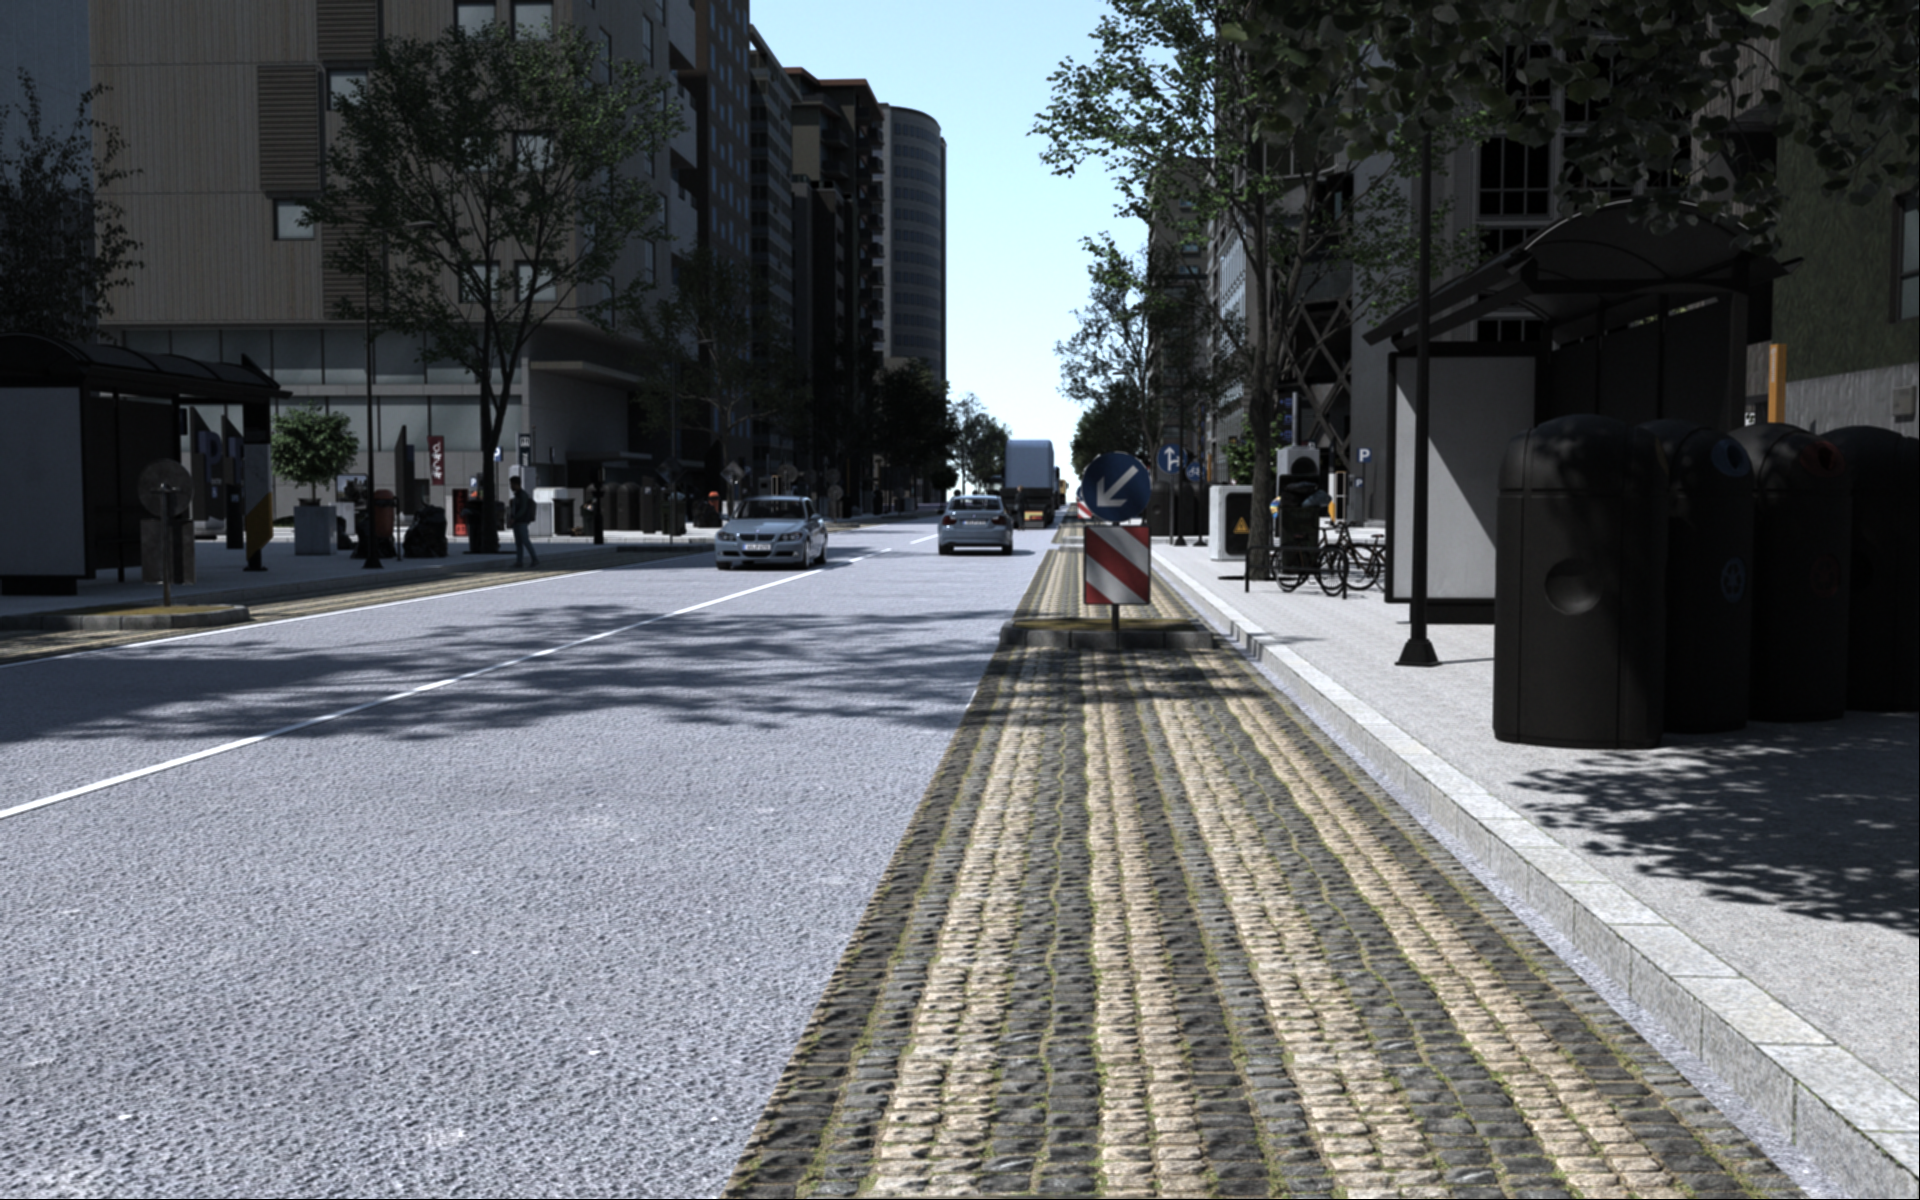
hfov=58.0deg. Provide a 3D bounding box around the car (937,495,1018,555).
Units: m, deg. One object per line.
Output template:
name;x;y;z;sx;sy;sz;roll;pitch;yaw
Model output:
car;0.410;-1.837;42.033;2.014;1.417;4.499;0;4;2

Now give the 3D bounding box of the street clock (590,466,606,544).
street clock;-9.220;-2.421;44.151;0.358;2.002;0.471;1;4;15

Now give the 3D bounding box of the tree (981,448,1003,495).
tree;3.881;-18.283;249.295;4.737;8.622;4.395;0;3;0

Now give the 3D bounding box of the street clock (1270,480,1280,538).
street clock;9.387;-2.839;50.991;0.471;2.002;0.358;2;4;27

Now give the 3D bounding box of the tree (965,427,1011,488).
tree;5.490;-22.471;284.409;9.611;12.733;9.660;0;3;0

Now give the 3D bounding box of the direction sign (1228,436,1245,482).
direction sign;10.851;-4.620;67.526;0.876;3.537;0.379;3;4;39

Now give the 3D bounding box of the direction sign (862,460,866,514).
direction sign;-6.362;-7.484;114.368;0.379;3.537;0.876;-1;4;-17

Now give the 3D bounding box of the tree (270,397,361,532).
tree;-21.970;-4.586;58.701;4.285;4.588;4.351;0;3;0

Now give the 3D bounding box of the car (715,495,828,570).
car;-3.675;-1.365;34.325;2.014;1.417;4.499;0;4;3

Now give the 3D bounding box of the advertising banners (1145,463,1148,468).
advertising banners;10.869;-6.149;96.715;2.074;3.025;0.090;-3;5;-39

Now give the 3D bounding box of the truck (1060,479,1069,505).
truck;12.573;-14.160;227.442;3.469;3.379;9.791;0;4;3

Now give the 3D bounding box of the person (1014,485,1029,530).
person;2.450;-3.631;68.291;0.534;1.772;0.576;2;4;30

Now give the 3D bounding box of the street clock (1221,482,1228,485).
street clock;15.595;-5.972;102.216;0.358;2.002;0.471;-3;5;-40

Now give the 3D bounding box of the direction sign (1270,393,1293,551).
direction sign;7.028;-2.872;38.947;0.876;3.537;0.379;0;4;7

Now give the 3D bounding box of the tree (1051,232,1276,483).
tree;7.014;-7.744;61.027;8.767;10.594;7.601;1;4;17

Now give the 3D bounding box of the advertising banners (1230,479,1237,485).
advertising banners;14.172;-5.483;85.831;2.074;3.025;0.090;3;5;44

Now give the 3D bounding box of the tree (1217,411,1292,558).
tree;5.953;-2.485;35.233;1.663;3.219;1.824;0;3;0

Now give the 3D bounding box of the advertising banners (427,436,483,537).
advertising banners;-14.957;-3.409;51.921;2.074;3.025;0.090;0;4;6

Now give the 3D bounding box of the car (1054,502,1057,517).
car;5.079;-5.861;108.401;1.945;1.354;3.894;0;4;3

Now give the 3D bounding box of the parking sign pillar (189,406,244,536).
parking sign pillar;-23.419;-4.002;53.901;1.447;3.967;1.447;0;4;2

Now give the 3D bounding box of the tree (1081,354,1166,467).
tree;8.746;-8.554;90.228;4.360;8.622;3.978;0;3;0

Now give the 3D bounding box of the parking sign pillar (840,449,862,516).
parking sign pillar;-6.515;-6.950;102.102;1.447;3.967;1.447;3;5;43

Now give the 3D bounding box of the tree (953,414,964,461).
tree;-3.304;-12.186;133.658;8.767;10.594;7.601;2;4;29

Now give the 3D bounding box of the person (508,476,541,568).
person;-8.477;-1.503;33.414;0.721;1.781;0.623;-3;5;-40

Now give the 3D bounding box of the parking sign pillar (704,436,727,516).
parking sign pillar;-11.400;-5.653;80.899;1.447;3.967;1.447;-3;5;-42

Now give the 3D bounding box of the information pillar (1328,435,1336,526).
information pillar;14.928;-4.776;69.440;0.183;3.616;0.504;-1;4;-13

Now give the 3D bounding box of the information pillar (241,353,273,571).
information pillar;-11.675;-2.288;28.760;0.504;3.616;0.183;1;4;16

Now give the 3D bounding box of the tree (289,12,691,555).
tree;-9.958;-6.802;36.973;9.928;11.665;9.643;0;3;0

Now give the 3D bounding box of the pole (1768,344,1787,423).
pole;11.134;-1.824;23.661;0.158;3.312;0.155;0;3;0

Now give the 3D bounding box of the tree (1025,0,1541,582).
tree;4.516;-6.091;25.351;9.928;11.665;9.643;0;3;0

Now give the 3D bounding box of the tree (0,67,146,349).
tree;-15.678;-4.823;29.223;4.360;8.622;3.978;0;3;0

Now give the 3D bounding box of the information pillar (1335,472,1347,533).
information pillar;12.507;-3.199;56.802;0.304;2.012;0.304;2;4;28

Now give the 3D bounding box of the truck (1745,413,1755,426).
truck;21.235;-3.463;45.528;11.283;4.237;2.839;0;4;6

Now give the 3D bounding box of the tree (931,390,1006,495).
tree;0.567;-17.858;202.348;12.009;13.543;11.850;0;3;0

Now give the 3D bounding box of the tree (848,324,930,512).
tree;-6.609;-9.694;92.910;8.767;10.594;7.601;-1;4;-9

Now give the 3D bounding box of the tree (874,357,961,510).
tree;-3.700;-13.754;143.001;7.486;12.596;7.792;0;3;0

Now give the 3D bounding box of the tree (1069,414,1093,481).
tree;18.380;-19.648;239.364;7.486;12.596;7.792;0;3;0

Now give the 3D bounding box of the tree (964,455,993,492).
tree;2.439;-17.448;235.641;4.360;8.622;3.978;0;3;0

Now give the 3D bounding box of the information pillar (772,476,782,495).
information pillar;-7.380;-4.005;69.971;0.304;2.012;0.304;3;5;41

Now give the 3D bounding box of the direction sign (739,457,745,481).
direction sign;-13.361;-6.988;106.252;0.379;3.537;0.876;1;4;17

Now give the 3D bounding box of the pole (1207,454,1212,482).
pole;12.759;-5.797;88.619;0.158;3.312;0.155;0;3;0

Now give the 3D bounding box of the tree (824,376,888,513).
tree;-6.292;-9.591;107.179;4.360;8.622;3.978;0;3;0

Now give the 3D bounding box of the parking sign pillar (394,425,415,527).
parking sign pillar;-21.963;-4.894;68.484;1.447;3.967;1.447;-2;4;-32

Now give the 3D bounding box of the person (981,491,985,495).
person;2.659;-11.097;190.392;0.568;1.767;0.683;2;4;31

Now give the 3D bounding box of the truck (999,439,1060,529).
truck;2.941;-5.491;79.538;2.967;4.110;18.799;0;4;4

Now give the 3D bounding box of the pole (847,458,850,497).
pole;-6.353;-6.401;98.503;0.158;3.312;0.155;0;3;0

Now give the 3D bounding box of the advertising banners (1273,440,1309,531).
advertising banners;10.418;-3.666;56.123;2.074;3.025;0.090;-2;4;-24

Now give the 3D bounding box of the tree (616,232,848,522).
tree;-8.562;-7.820;62.268;7.601;10.594;8.767;0;4;5

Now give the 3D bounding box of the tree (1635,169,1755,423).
tree;16.414;-5.317;37.289;4.737;8.622;4.395;0;3;0

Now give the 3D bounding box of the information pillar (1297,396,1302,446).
information pillar;7.997;-3.065;41.470;0.183;3.616;0.504;-2;4;-24

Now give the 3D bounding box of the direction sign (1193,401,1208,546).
direction sign;5.921;-3.093;42.561;0.379;3.537;0.876;0;4;0

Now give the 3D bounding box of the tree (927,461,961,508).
tree;-1.571;-11.047;164.328;4.285;4.588;4.351;0;3;0

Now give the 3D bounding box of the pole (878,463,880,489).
pole;-5.215;-7.222;111.917;0.158;3.312;0.155;0;3;0

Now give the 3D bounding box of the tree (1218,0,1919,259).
tree;3.664;-5.967;4.224;9.857;13.997;8.962;0;3;0

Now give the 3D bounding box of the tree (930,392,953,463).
tree;-4.595;-11.377;120.422;7.601;10.594;8.767;0;4;-2

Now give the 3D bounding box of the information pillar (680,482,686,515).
information pillar;-17.197;-6.301;107.515;0.304;2.012;0.304;0;4;8

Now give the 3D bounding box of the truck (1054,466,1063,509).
truck;7.788;-10.406;159.900;2.967;4.110;18.799;0;4;5

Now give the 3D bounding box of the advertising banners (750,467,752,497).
advertising banners;-13.623;-7.065;111.692;0.090;3.025;2.074;0;4;6
